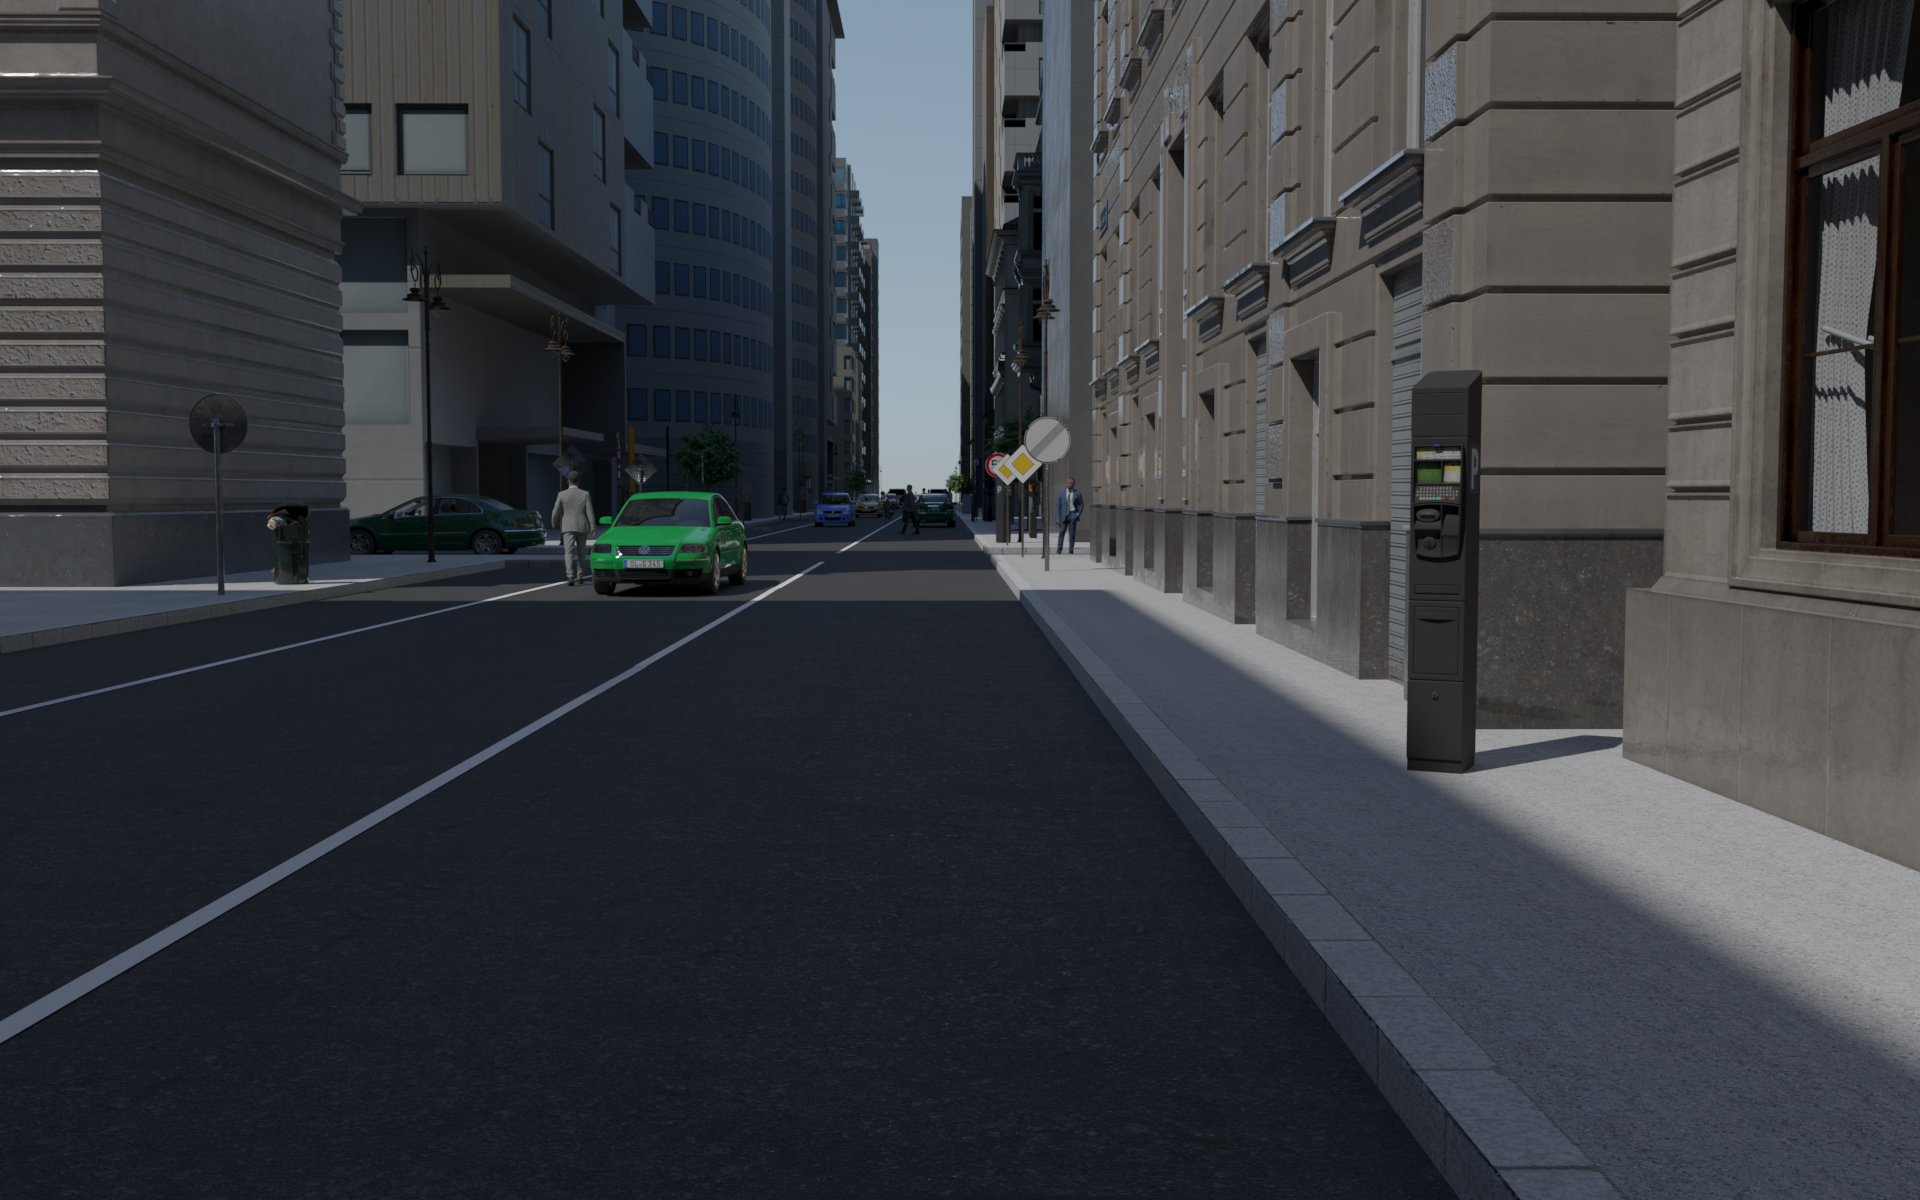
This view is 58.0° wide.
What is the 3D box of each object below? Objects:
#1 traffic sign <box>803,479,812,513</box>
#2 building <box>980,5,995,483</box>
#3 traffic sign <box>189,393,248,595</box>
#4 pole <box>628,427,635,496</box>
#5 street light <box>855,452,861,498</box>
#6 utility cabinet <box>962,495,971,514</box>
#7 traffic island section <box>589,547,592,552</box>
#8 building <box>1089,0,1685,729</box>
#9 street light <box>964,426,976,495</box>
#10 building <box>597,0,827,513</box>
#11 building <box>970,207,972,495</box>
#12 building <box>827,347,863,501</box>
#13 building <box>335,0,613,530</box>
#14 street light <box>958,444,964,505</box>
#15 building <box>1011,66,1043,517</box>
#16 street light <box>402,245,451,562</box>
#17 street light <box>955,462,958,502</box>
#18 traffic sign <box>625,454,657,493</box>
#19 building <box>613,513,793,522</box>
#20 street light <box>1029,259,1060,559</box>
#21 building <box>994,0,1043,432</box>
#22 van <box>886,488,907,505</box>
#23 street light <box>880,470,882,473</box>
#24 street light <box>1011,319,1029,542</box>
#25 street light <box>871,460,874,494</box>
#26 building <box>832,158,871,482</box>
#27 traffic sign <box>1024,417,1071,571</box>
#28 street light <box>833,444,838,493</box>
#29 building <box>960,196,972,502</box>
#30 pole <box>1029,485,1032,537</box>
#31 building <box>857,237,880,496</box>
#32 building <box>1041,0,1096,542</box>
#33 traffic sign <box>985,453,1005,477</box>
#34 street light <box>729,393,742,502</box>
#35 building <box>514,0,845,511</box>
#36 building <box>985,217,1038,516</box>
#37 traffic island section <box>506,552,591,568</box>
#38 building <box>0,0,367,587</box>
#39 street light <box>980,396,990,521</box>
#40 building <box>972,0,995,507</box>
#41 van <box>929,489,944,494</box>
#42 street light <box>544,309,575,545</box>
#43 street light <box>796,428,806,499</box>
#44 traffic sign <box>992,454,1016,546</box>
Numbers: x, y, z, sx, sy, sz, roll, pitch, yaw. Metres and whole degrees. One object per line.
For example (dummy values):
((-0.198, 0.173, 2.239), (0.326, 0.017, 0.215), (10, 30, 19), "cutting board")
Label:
((-10.400, -7.107, 118.321), (0.606, 2.300, 0.079), (1, 4, 8), "traffic sign")
((9.091, -31.039, 157.593), (14.600, 45.320, 14.200), (0, 4, -1), "building")
((-9.386, -1.335, 21.930), (0.768, 2.556, 0.104), (0, 4, 4), "traffic sign")
((-9.983, -3.597, 52.657), (0.158, 3.312, 0.155), (0, 3, 0), "pole")
((-11.729, -14.068, 202.797), (0.468, 5.910, 1.993), (0, 4, -1), "street light")
((0.648, -6.170, 112.038), (1.020, 1.237, 0.306), (0, 4, 1), "utility cabinet")
((-7.938, -1.268, 43.019), (2.009, 0.180, 2.903), (0, 4, -1), "traffic island section")
((8.288, -13.669, 20.755), (12.463, 27.353, 25.104), (0, 4, -1), "building")
((0.684, -9.191, 123.066), (0.468, 5.910, 1.993), (0, 4, -1), "street light")
((-22.694, -36.924, 145.703), (21.231, 58.520, 28.212), (0, 4, -1), "building")
((8.498, -34.550, 248.486), (14.154, 41.232, 14.086), (0, 4, -1), "building")
((-26.651, -22.804, 217.882), (27.650, 21.520, 28.899), (0, 4, -1), "building")
((-25.163, -28.526, 55.636), (28.713, 52.752, 27.495), (0, 4, -1), "building")
((0.318, -11.371, 158.707), (0.468, 5.910, 1.993), (0, 4, -1), "street light")
((9.708, -16.013, 80.889), (14.460, 24.649, 34.723), (0, 4, -1), "building")
((-9.929, -3.644, 32.368), (0.468, 5.910, 1.993), (0, 4, -1), "street light")
((-0.074, -13.551, 194.347), (0.468, 5.910, 1.993), (0, 4, -1), "street light")
((-7.914, -2.405, 42.957), (0.795, 2.450, 0.064), (0, 4, -1), "traffic sign")
((-20.677, -33.596, 91.297), (21.231, 58.520, 28.212), (0, 4, -1), "building")
((1.693, -3.757, 34.222), (0.468, 5.910, 1.993), (0, 4, -1), "street light")
((16.491, -33.458, 136.273), (28.713, 52.752, 27.495), (0, 4, -1), "building")
((-6.501, -10.759, 180.300), (2.240, 2.365, 5.245), (0, 4, 1), "van")
((-12.524, -18.476, 274.862), (0.468, 5.910, 1.993), (0, 4, -1), "street light")
((1.604, -4.468, 45.844), (0.468, 5.910, 1.993), (0, 4, -1), "street light")
((-12.029, -16.248, 238.439), (0.468, 5.910, 1.993), (0, 4, -1), "street light")
((-25.008, -38.353, 246.683), (23.786, 49.044, 30.456), (0, 4, -1), "building")
((1.448, -1.749, 28.704), (0.768, 2.556, 0.104), (0, 4, 5), "traffic sign")
((-11.168, -11.203, 155.963), (0.468, 5.910, 1.993), (0, 4, -1), "street light")
((10.778, -39.310, 266.426), (21.300, 48.544, 21.600), (0, 4, -1), "building")
((2.138, -3.544, 51.795), (0.158, 3.312, 0.155), (0, 3, 0), "pole")
((-19.834, -35.817, 269.209), (14.154, 41.232, 14.086), (0, 4, -1), "building")
((17.721, -14.166, 50.683), (30.058, 24.678, 14.314), (0, 4, -1), "building")
((1.170, -3.268, 53.542), (0.768, 2.556, 0.104), (0, 4, 1), "traffic sign")
((-10.319, -6.541, 79.739), (0.468, 5.910, 1.993), (0, 4, -1), "street light")
((-26.469, -35.769, 174.065), (28.713, 52.752, 27.495), (0, 4, -1), "building")
((7.072, -14.893, 108.125), (10.561, 19.102, 19.286), (0, 4, -1), "building")
((-7.850, -0.780, 35.034), (2.009, 0.180, 2.903), (0, 4, -1), "traffic island section")
((-20.930, -12.166, 27.799), (19.941, 23.489, 11.050), (0, 4, -1), "building")
((1.189, -6.657, 81.623), (0.468, 5.910, 1.993), (0, 4, -1), "street light")
((11.759, -38.923, 178.387), (21.231, 58.520, 28.212), (0, 4, -1), "building")
((-2.775, -12.292, 205.353), (2.240, 2.365, 5.245), (0, 4, -2), "van")
((-9.989, -4.316, 43.358), (0.468, 5.910, 1.993), (0, 4, -1), "street light")
((-10.867, -8.998, 119.912), (0.468, 5.910, 1.993), (0, 4, -1), "street light")
((1.179, -2.409, 43.036), (0.795, 2.450, 0.064), (0, 4, -1), "traffic sign")
